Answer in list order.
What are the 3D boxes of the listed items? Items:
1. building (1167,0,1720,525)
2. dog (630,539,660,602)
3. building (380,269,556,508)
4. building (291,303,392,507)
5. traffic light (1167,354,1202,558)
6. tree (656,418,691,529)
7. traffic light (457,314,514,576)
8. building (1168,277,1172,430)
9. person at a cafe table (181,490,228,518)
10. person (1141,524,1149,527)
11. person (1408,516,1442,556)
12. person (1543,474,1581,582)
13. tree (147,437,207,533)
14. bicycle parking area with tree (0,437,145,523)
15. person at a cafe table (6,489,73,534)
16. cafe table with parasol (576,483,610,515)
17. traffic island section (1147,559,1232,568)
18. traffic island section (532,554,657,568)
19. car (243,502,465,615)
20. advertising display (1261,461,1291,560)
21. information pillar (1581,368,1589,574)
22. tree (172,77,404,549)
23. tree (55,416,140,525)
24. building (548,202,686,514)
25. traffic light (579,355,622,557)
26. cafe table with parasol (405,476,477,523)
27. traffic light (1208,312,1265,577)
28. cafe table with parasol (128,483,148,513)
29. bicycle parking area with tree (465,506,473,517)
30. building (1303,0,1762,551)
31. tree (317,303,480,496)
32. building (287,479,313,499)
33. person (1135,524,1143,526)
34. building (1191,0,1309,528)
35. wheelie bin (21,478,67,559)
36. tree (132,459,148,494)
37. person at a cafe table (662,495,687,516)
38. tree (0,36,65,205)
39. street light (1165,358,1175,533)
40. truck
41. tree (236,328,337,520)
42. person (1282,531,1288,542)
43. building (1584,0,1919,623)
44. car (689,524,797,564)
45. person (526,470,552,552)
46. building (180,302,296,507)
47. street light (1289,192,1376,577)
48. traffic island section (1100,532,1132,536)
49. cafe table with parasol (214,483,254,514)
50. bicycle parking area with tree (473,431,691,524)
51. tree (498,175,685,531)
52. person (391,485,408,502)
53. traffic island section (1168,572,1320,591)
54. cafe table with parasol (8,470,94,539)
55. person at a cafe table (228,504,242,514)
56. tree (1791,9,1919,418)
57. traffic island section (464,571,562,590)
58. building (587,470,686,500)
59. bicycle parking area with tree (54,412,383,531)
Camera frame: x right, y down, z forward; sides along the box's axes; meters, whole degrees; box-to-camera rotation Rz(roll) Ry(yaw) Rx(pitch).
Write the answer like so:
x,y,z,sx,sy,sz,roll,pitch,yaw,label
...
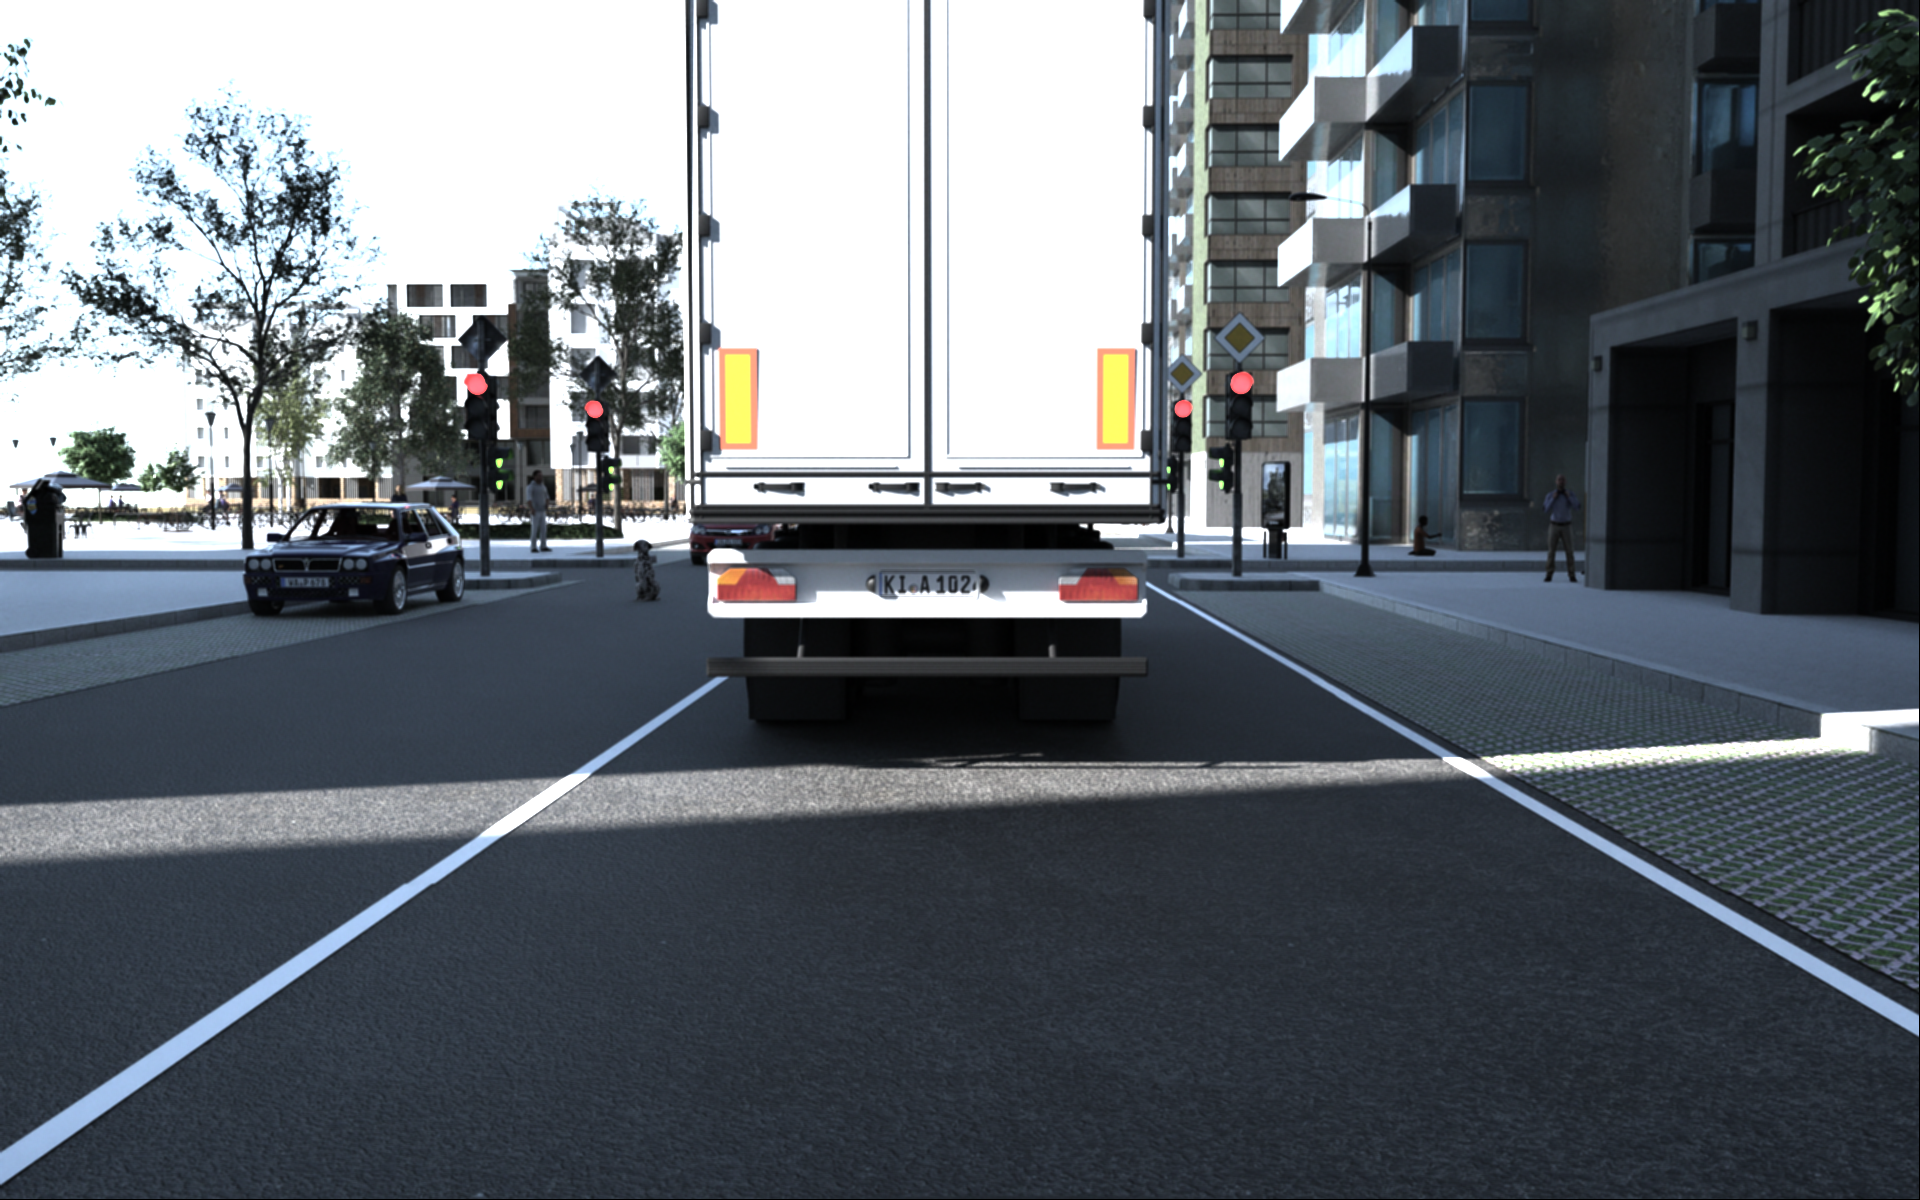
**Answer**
x,y,z,sx,sy,sz,roll,pitch,yaw,label
22.357,-28.954,92.999,23.786,49.044,30.456,0,4,1,building
-4.314,-0.398,23.349,0.513,0.831,0.800,1,4,17,dog
-37.231,-20.022,171.336,32.646,21.610,27.936,0,4,1,building
-59.141,-19.635,177.450,11.380,20.091,16.016,0,4,1,building
4.439,-2.811,34.882,0.839,4.253,0.868,0,4,1,traffic light
-9.472,-4.902,63.868,4.285,4.588,4.351,0,3,0,tree
-7.440,-2.334,27.086,0.839,4.253,0.868,0,4,1,traffic light
18.107,-16.009,128.202,16.747,18.905,31.486,0,4,1,building
-39.847,-5.053,91.134,1.698,1.524,1.622,3,5,45,person at a cafe table
7.187,-3.605,67.355,0.453,1.535,0.546,1,4,23,person
9.716,-1.332,36.108,0.655,0.850,0.859,0,4,7,person
8.806,-1.054,25.344,0.516,1.574,0.319,2,4,25,person
-26.162,-3.885,58.127,1.663,3.219,1.824,0,3,0,tree
-47.426,-6.206,88.475,9.016,4.147,8.231,-2,4,-34,bicycle parking area with tree
-30.154,-2.931,56.439,1.622,1.524,1.698,0,4,1,person at a cafe table
-22.701,-6.259,107.197,2.610,1.966,2.610,-3,5,-42,cafe table with parasol
4.479,-0.778,34.995,2.009,0.180,2.903,0,4,1,traffic island section
-7.341,-0.790,35.205,2.009,0.180,2.903,0,4,1,traffic island section
-7.480,-0.554,21.636,1.945,1.354,3.894,0,4,-1,car
6.251,-1.780,34.313,0.123,1.923,0.974,-1,4,-18,advertising display
10.041,-2.215,27.575,0.183,3.616,0.504,2,4,27,information pillar
-16.674,-6.444,39.767,8.767,10.594,7.601,0,4,4,tree
-36.267,-5.459,72.969,4.285,4.588,4.351,0,3,0,tree
-18.314,-15.921,116.731,16.016,20.091,11.380,0,4,1,building
-7.301,-2.823,35.070,0.839,4.253,0.868,0,4,1,traffic light
-19.768,-3.739,66.001,2.610,1.966,2.610,0,4,3,cafe table with parasol
4.299,-2.323,26.898,0.839,4.253,0.868,0,4,1,traffic light
-48.885,-5.885,101.080,2.610,1.966,2.610,0,4,6,cafe table with parasol
-23.077,-6.751,97.380,9.016,4.147,8.231,2,4,33,bicycle parking area with tree
24.122,-26.130,46.827,30.456,49.044,23.786,0,4,1,building
-33.806,-11.463,104.434,9.611,12.733,9.660,0,3,0,tree
-64.502,-15.838,201.100,28.070,9.664,9.099,0,4,1,building
7.307,-3.850,70.467,0.593,1.643,0.415,1,4,17,person
16.435,-18.332,71.426,14.160,30.474,14.107,0,4,1,building
-18.314,-1.639,34.699,0.693,1.594,0.980,-1,4,-12,wheelie bin
-39.130,-5.453,83.762,1.663,3.219,1.824,0,3,0,tree
-16.630,-5.531,101.300,1.698,1.238,1.726,-1,4,-16,person at a cafe table
-9.806,-3.882,13.829,4.360,8.622,3.978,0,3,0,tree
6.350,-5.147,56.700,1.470,5.913,1.316,0,4,1,street light
-0.166,-1.548,14.224,2.839,4.237,11.283,0,3,0,truck
-29.245,-7.624,75.020,4.737,8.622,4.395,0,3,0,tree
8.271,-2.253,45.573,0.600,1.496,0.574,2,4,27,person
18.641,-35.048,11.286,20.563,71.187,20.611,0,4,1,building
-4.527,-1.686,36.603,2.155,1.783,4.494,0,4,2,car
-9.251,-1.950,38.080,0.789,1.805,0.875,2,4,34,person
-70.614,-19.624,177.269,11.380,20.091,16.016,0,4,1,building
5.768,-3.320,26.829,1.470,5.913,1.316,0,4,1,street light
4.914,-2.282,60.178,1.991,0.108,1.994,0,4,1,traffic island section
-46.175,-6.434,110.063,2.610,1.966,2.610,1,4,10,cafe table with parasol
-16.202,-5.475,76.521,9.016,4.147,8.231,0,4,-8,bicycle parking area with tree
-10.531,-7.175,51.725,8.767,10.594,7.601,2,4,34,tree
-14.298,-2.178,44.196,0.480,1.512,0.613,-2,4,-28,person
4.339,-0.289,27.011,2.009,0.180,2.903,0,4,1,traffic island section
-25.691,-2.730,49.504,2.610,1.966,2.610,0,4,-7,cafe table with parasol
-40.391,-5.319,95.486,1.622,1.524,1.698,-1,4,-21,person at a cafe table
6.023,-1.539,8.879,4.285,4.588,4.351,0,3,0,tree
-7.480,-0.302,27.221,2.009,0.180,2.903,0,4,1,traffic island section
-18.230,-16.648,138.648,16.747,18.905,31.486,0,4,1,building
-26.098,-4.668,63.328,9.016,4.147,8.231,1,4,13,bicycle parking area with tree
